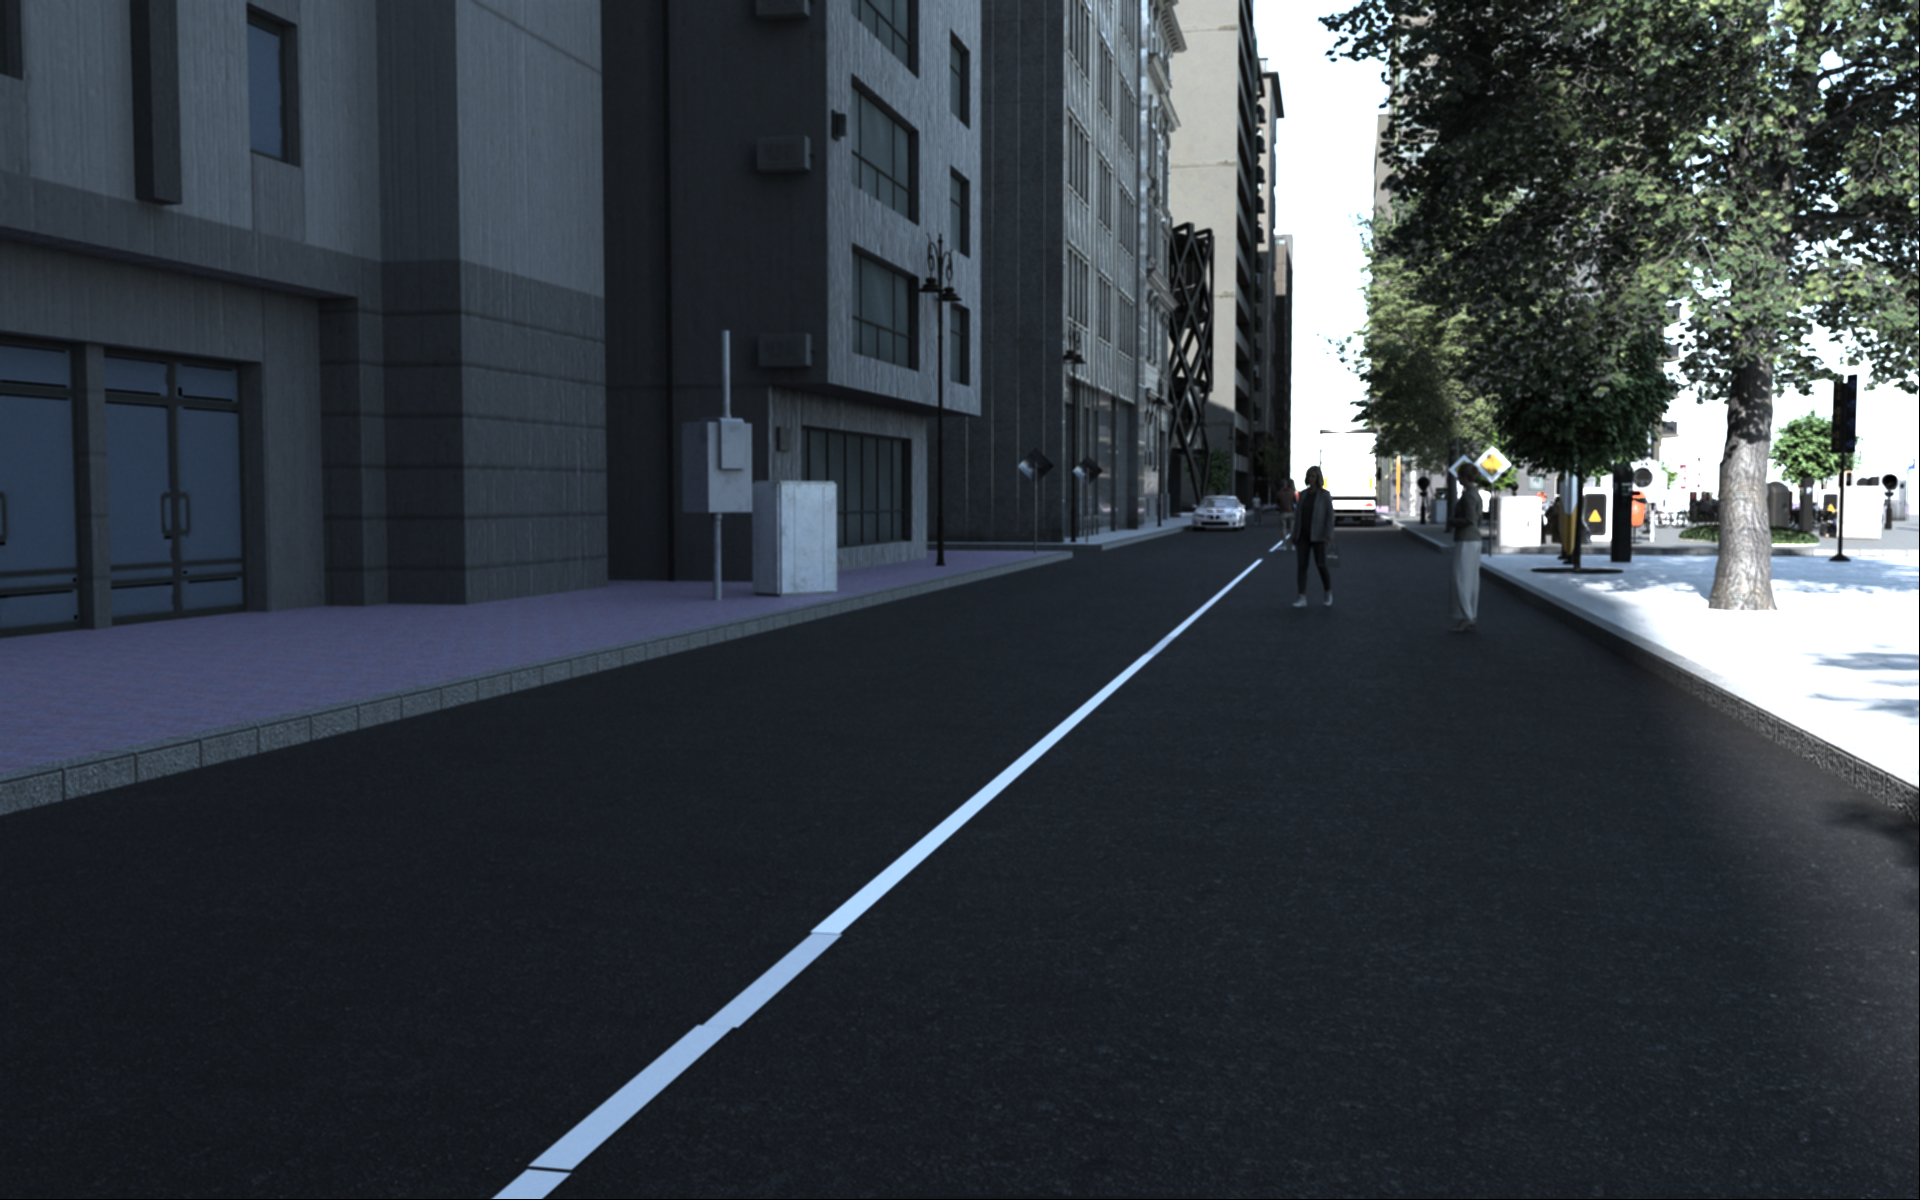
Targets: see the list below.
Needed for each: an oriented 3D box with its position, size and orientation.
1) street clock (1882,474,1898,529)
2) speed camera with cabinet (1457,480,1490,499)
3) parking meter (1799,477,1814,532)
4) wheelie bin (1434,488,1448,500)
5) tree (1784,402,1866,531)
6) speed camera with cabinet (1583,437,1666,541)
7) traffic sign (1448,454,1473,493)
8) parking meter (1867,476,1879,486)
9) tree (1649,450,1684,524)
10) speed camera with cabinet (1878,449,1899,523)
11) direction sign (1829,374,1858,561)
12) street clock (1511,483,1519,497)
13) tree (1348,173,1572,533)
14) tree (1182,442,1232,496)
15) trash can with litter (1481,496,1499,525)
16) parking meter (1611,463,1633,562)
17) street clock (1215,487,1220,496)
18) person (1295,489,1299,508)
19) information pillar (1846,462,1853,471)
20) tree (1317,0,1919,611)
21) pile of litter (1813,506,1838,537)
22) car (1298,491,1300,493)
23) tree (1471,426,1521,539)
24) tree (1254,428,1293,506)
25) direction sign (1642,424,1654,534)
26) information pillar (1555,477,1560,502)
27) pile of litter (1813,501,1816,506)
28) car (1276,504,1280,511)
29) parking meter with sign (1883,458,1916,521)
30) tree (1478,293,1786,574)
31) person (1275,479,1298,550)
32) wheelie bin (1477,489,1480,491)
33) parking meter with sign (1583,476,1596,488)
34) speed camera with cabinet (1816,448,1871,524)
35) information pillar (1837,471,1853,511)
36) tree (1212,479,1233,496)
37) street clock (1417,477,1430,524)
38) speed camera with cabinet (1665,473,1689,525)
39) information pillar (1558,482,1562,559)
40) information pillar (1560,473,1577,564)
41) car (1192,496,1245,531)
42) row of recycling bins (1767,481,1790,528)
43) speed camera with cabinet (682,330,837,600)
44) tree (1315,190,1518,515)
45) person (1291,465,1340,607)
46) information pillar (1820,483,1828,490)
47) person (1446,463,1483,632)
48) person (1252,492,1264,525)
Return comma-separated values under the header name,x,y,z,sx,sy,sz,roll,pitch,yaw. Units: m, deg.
name,x,y,z,sx,sy,sz,roll,pitch,yaw
street clock,33.771,-3.571,62.954,0.471,2.002,0.358,1,4,12
speed camera with cabinet,27.464,-6.014,92.662,2.038,3.252,0.660,1,4,16
parking meter,28.552,-3.226,58.450,0.399,1.863,0.255,-1,4,-9
wheelie bin,24.950,-4.998,89.627,0.980,1.594,0.693,2,4,34
tree,29.956,-4.735,61.131,4.285,4.588,4.351,0,3,0
speed camera with cabinet,18.074,-3.248,47.433,2.038,3.252,0.660,3,4,38
traffic sign,12.611,-2.431,43.386,0.795,2.450,0.064,1,4,12
parking meter,29.868,-3.118,56.698,0.255,1.863,0.399,0,4,5
tree,30.650,-4.972,75.893,1.663,3.219,1.824,0,3,0
speed camera with cabinet,40.373,-5.009,76.231,2.038,3.252,0.660,-2,4,-25
direction sign,16.854,-2.512,33.072,0.379,3.537,0.876,0,4,1
street clock,36.516,-6.700,114.111,0.471,2.002,0.358,0,4,0
tree,16.792,-8.506,57.203,7.486,12.596,7.792,0,3,0
tree,15.384,-7.557,107.266,4.285,4.588,4.351,0,3,0
trash can with litter,21.777,-3.716,71.822,2.233,1.210,1.678,1,4,12
parking meter,12.493,-1.650,32.683,0.255,1.863,0.399,0,4,-3
street clock,16.563,-6.534,111.402,0.358,2.002,0.471,1,4,13
person,27.314,-8.057,140.169,1.348,1.831,0.705,1,4,19
information pillar,41.498,-5.484,81.019,0.504,3.616,0.183,0,4,5
tree,8.813,-6.866,18.914,9.857,13.997,8.962,0,3,0
pile of litter,26.649,-2.331,52.085,1.719,0.858,1.176,0,4,4
car,40.305,-11.852,202.447,2.281,1.827,5.304,1,4,11
tree,15.112,-3.350,49.371,1.663,3.219,1.824,0,3,0
tree,34.933,-14.894,193.879,4.737,8.622,4.395,0,3,0
direction sign,22.312,-3.919,56.079,0.379,3.537,0.876,1,4,8
information pillar,25.735,-4.269,74.290,0.304,2.012,0.304,3,5,44
pile of litter,53.336,-5.718,107.450,1.719,0.858,1.176,-2,4,-27
car,28.037,-8.492,148.436,1.945,1.707,3.694,1,4,14
parking meter with sign,45.535,-5.369,84.048,1.738,3.016,0.543,-2,4,-29
tree,10.130,-2.738,28.479,4.285,4.588,4.351,0,3,0
person,8.409,-2.196,44.384,0.573,1.828,0.580,3,5,42
wheelie bin,33.972,-6.521,114.521,0.980,1.594,0.693,0,4,6
parking meter with sign,27.187,-4.825,75.153,1.738,3.016,0.543,2,4,31
speed camera with cabinet,38.290,-4.936,75.039,2.038,3.252,0.660,1,4,13
information pillar,28.442,-3.131,55.685,0.304,2.012,0.304,-1,4,-15
tree,17.777,-7.549,118.022,1.663,3.219,1.824,0,3,0
street clock,19.640,-4.212,73.431,0.471,2.002,0.358,0,4,4
speed camera with cabinet,29.664,-4.787,72.599,2.038,3.252,0.660,-2,4,-28
information pillar,11.880,-2.608,33.990,0.183,3.616,0.504,0,4,6
information pillar,11.261,-2.468,31.712,0.183,3.616,0.504,3,5,40
car,10.290,-3.445,68.693,2.083,1.381,4.827,1,4,13
row of recycling bins,26.310,-3.057,57.099,1.069,1.692,3.534,0,4,5
speed camera with cabinet,-2.487,-1.672,21.670,2.038,3.252,0.660,-3,5,-45
tree,28.013,-15.216,104.677,12.611,20.169,13.585,0,3,0
person,4.578,-0.819,22.066,0.709,1.800,0.728,3,5,43
information pillar,55.486,-6.531,111.274,0.304,2.012,0.304,-2,4,-28
person,5.279,-0.558,18.165,0.362,1.759,0.519,2,4,29
person,14.009,-4.302,81.429,0.503,1.515,0.523,-3,4,-36
